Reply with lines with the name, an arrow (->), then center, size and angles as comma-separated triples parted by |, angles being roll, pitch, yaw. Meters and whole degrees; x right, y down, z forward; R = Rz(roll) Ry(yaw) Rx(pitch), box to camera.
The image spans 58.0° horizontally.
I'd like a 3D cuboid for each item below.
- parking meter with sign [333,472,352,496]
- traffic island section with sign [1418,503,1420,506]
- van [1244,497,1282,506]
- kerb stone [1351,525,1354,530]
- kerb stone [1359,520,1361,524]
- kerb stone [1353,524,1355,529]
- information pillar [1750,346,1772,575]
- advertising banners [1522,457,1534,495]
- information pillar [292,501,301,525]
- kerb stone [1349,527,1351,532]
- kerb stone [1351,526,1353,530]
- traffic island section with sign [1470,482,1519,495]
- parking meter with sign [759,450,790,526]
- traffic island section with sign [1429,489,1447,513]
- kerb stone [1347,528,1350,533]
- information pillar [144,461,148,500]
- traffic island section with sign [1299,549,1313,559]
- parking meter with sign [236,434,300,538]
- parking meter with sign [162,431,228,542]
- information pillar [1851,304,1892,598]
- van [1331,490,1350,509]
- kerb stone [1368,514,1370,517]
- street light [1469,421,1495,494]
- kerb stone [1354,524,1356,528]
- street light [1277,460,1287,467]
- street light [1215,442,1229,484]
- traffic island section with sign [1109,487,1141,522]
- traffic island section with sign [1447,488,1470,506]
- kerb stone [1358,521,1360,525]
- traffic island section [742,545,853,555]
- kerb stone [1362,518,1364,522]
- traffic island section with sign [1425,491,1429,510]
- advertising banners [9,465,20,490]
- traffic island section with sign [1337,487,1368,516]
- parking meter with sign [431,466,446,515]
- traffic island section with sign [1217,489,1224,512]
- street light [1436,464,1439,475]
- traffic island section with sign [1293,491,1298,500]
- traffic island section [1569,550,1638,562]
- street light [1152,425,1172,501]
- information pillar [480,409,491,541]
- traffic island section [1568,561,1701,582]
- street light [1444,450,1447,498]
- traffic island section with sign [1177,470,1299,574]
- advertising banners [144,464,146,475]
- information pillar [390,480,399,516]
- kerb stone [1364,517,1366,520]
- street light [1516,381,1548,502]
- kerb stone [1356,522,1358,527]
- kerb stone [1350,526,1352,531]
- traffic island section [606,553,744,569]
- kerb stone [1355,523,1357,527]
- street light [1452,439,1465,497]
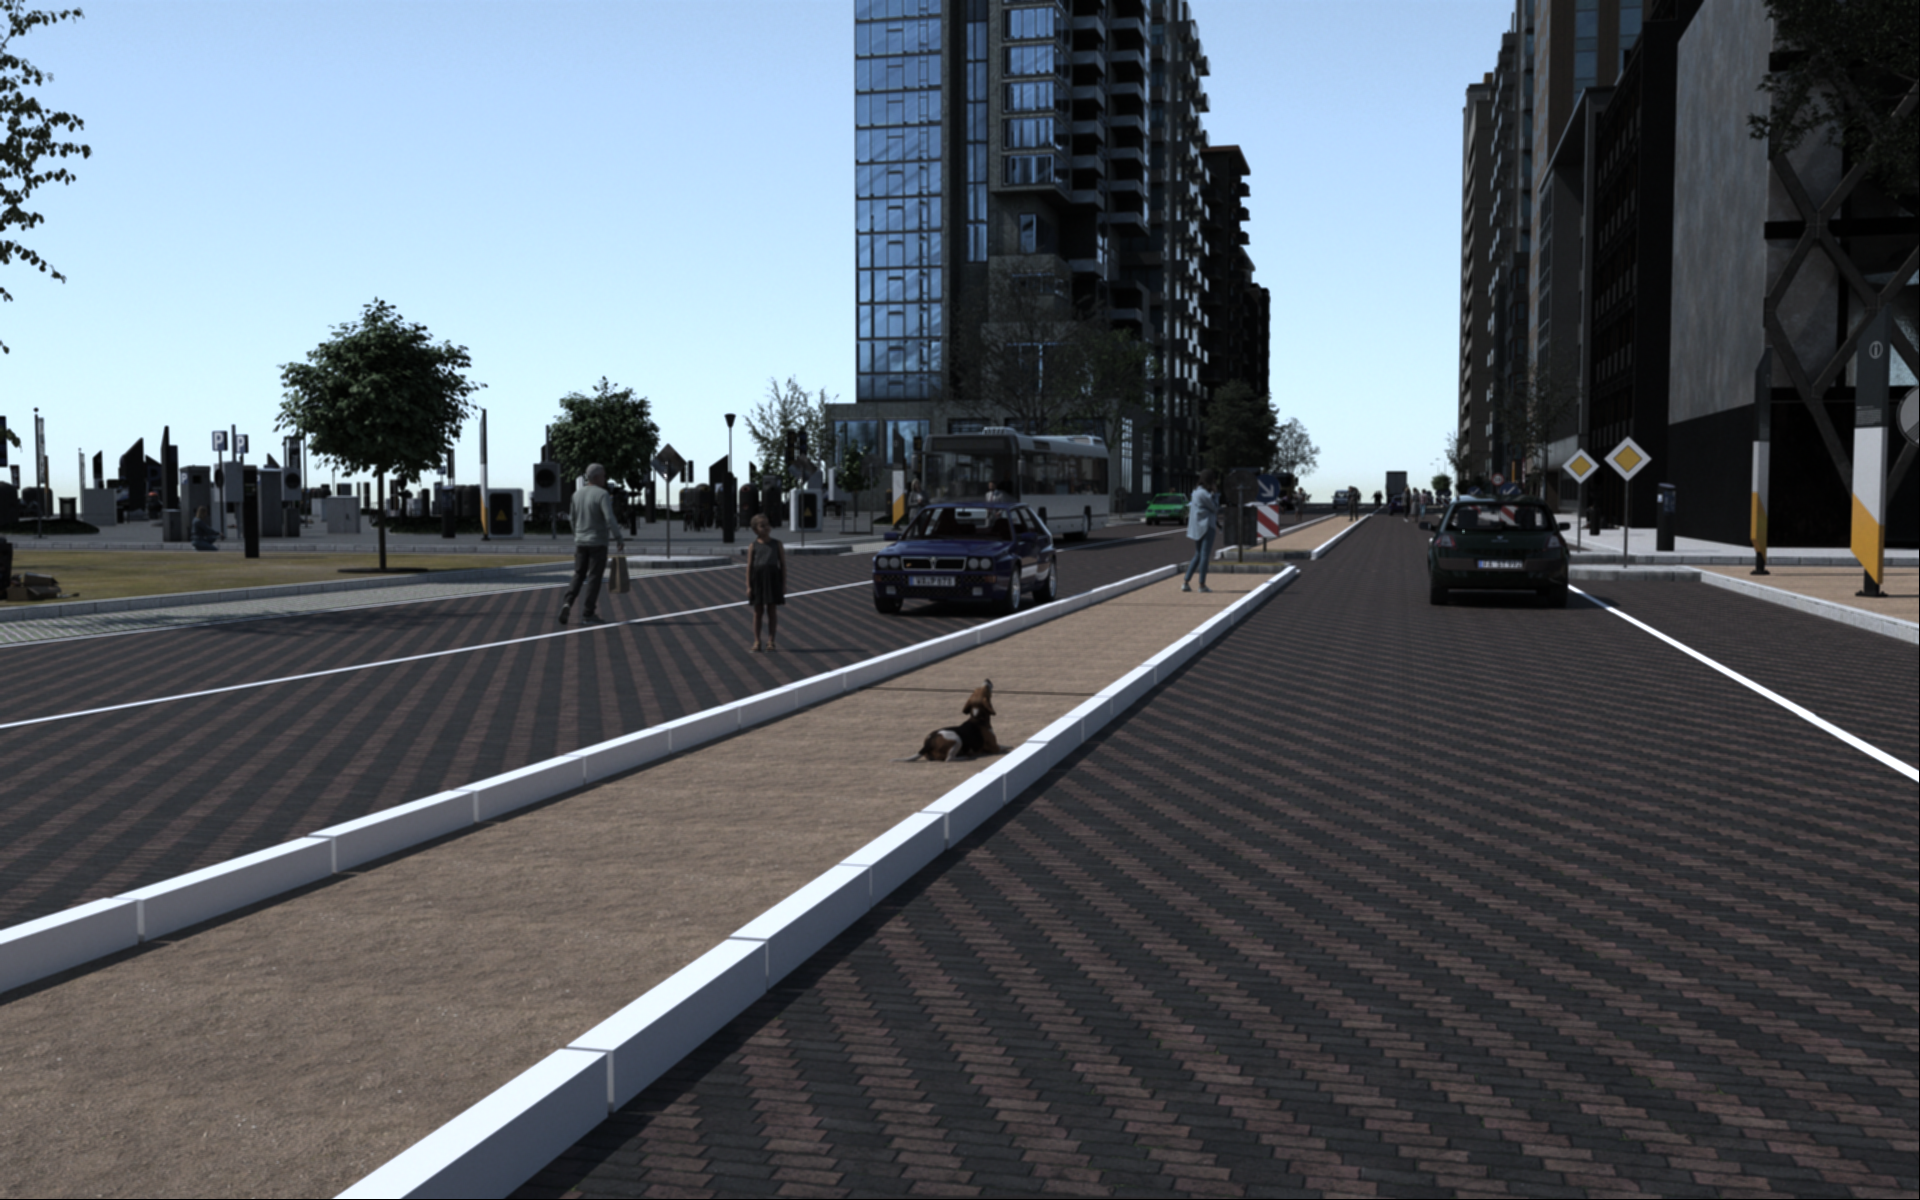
parking meter with sign -> -42.295, -7.532, 119.407 | 1.738, 3.016, 0.543 | -1, 4, -22
traffic island section with sign -> 57.733, -12.540, 213.660 | 1.989, 1.847, 2.006 | 1, 4, 14
van -> 13.877, -4.464, 80.004 | 2.013, 2.044, 4.112 | 1, 4, 12
kerb stone -> 14.747, -2.658, 65.647 | 0.120, 0.150, 1.000 | 1, 4, 14
kerb stone -> 17.778, -3.387, 77.576 | 0.120, 0.150, 1.000 | 1, 4, 14
kerb stone -> 15.253, -2.779, 67.631 | 0.120, 0.150, 1.000 | 1, 4, 14
information pillar -> 12.668, -2.203, 27.377 | 0.183, 3.616, 0.504 | 3, 5, 44
advertising banners -> 26.551, -5.189, 81.034 | 0.090, 3.025, 2.074 | 0, 4, 5
information pillar -> -26.631, -3.964, 69.302 | 0.304, 2.012, 0.304 | 2, 4, 30
kerb stone -> 13.986, -2.476, 62.670 | 0.120, 0.150, 1.000 | 1, 4, 14
kerb stone -> 14.500, -2.597, 64.654 | 0.120, 0.150, 1.000 | 1, 4, 14
traffic island section with sign -> 18.683, -3.110, 59.473 | 1.989, 1.847, 2.006 | 1, 4, 14
parking meter with sign -> -7.554, -4.493, 69.725 | 1.738, 3.016, 0.543 | 2, 4, 28
traffic island section with sign -> 37.564, -7.669, 134.018 | 1.989, 1.847, 2.006 | 1, 4, 14
kerb stone -> 13.494, -2.354, 60.676 | 0.120, 0.150, 1.000 | 1, 4, 14
information pillar -> -53.603, -7.492, 113.850 | 0.183, 3.616, 0.504 | 1, 4, 14
traffic island section with sign -> 6.934, -1.890, 39.044 | 2.006, 1.907, 1.989 | 1, 4, 14
parking meter with sign -> -20.537, -3.377, 51.470 | 0.543, 3.016, 1.738 | 3, 4, 37
parking meter with sign -> -20.867, -3.116, 47.205 | 0.543, 3.016, 1.738 | 2, 4, 31
information pillar -> 11.366, -1.850, 21.603 | 0.183, 3.616, 0.504 | -1, 4, -13
van -> 37.545, -9.978, 170.158 | 2.013, 2.044, 4.112 | 1, 4, 15
kerb stone -> 23.306, -4.724, 99.438 | 0.120, 0.150, 1.000 | 1, 4, 14
street light -> 33.242, -8.384, 109.622 | 1.470, 5.913, 1.316 | 1, 4, 14
kerb stone -> 15.500, -2.834, 68.634 | 0.120, 0.150, 1.000 | 1, 4, 14
street light -> 43.654, -16.066, 235.214 | 1.470, 5.913, 1.316 | 1, 4, 14
street light -> 23.327, -11.133, 154.567 | 1.470, 5.913, 1.316 | 1, 4, 14
traffic island section with sign -> 8.381, -5.001, 90.387 | 1.989, 1.847, 2.006 | 1, 4, 14
traffic island section with sign -> 25.441, -4.741, 86.147 | 1.989, 1.847, 2.006 | 1, 4, 14
kerb stone -> 17.265, -3.260, 75.590 | 0.120, 0.150, 1.000 | 1, 4, 14
traffic island section -> -3.845, -1.213, 42.117 | 2.009, 0.180, 2.903 | 1, 4, 14
kerb stone -> 19.282, -3.753, 83.553 | 0.120, 0.150, 1.000 | 1, 4, 14
traffic island section with sign -> 44.390, -9.316, 160.949 | 1.989, 1.847, 2.006 | 1, 4, 14
advertising banners -> -56.061, -6.617, 104.368 | 2.074, 3.025, 0.090 | -2, 4, -26
traffic island section with sign -> 25.378, -6.346, 111.892 | 2.006, 1.907, 1.989 | 1, 4, 14
parking meter with sign -> -31.813, -6.689, 105.625 | 0.543, 3.016, 1.738 | 0, 4, -2
traffic island section with sign -> 20.619, -7.953, 138.660 | 1.989, 1.847, 2.006 | 1, 4, 14
street light -> 62.909, -15.542, 226.657 | 1.470, 5.913, 1.316 | 1, 4, 14
traffic island section with sign -> 47.508, -14.446, 244.817 | 1.989, 1.847, 2.006 | 1, 4, 14
traffic island section -> 13.499, -0.945, 37.735 | 2.009, 0.180, 2.903 | 1, 4, 14
street light -> 13.586, -8.825, 116.828 | 1.470, 5.913, 1.316 | 1, 4, 14
information pillar -> -13.148, -3.455, 47.836 | 0.183, 3.616, 0.504 | -2, 4, -28
traffic island section -> 11.538, -0.472, 29.993 | 2.009, 0.180, 2.903 | 1, 4, 14
street light -> 52.185, -12.946, 184.203 | 1.470, 5.913, 1.316 | 1, 4, 14
traffic island section with sign -> 5.106, -1.451, 31.865 | 2.006, 1.907, 1.989 | 1, 4, 14
advertising banners -> -49.018, -6.474, 102.042 | 2.074, 3.025, 0.090 | 0, 4, -5
information pillar -> -28.680, -5.096, 87.812 | 0.304, 2.012, 0.304 | 2, 4, 24
kerb stone -> 20.540, -4.056, 88.514 | 0.120, 0.150, 1.000 | 1, 4, 14
street light -> 23.555, -6.038, 71.265 | 1.470, 5.913, 1.316 | 1, 4, 14
kerb stone -> 16.514, -3.083, 72.606 | 0.120, 0.150, 1.000 | 1, 4, 14
kerb stone -> 14.245, -2.536, 63.662 | 0.120, 0.150, 1.000 | 1, 4, 14
traffic island section -> -5.806, -0.740, 34.376 | 2.009, 0.180, 2.903 | 1, 4, 14
kerb stone -> 16.011, -2.959, 70.618 | 0.120, 0.150, 1.000 | 1, 4, 14
street light -> 42.635, -10.652, 146.699 | 1.470, 5.913, 1.316 | 1, 4, 14
